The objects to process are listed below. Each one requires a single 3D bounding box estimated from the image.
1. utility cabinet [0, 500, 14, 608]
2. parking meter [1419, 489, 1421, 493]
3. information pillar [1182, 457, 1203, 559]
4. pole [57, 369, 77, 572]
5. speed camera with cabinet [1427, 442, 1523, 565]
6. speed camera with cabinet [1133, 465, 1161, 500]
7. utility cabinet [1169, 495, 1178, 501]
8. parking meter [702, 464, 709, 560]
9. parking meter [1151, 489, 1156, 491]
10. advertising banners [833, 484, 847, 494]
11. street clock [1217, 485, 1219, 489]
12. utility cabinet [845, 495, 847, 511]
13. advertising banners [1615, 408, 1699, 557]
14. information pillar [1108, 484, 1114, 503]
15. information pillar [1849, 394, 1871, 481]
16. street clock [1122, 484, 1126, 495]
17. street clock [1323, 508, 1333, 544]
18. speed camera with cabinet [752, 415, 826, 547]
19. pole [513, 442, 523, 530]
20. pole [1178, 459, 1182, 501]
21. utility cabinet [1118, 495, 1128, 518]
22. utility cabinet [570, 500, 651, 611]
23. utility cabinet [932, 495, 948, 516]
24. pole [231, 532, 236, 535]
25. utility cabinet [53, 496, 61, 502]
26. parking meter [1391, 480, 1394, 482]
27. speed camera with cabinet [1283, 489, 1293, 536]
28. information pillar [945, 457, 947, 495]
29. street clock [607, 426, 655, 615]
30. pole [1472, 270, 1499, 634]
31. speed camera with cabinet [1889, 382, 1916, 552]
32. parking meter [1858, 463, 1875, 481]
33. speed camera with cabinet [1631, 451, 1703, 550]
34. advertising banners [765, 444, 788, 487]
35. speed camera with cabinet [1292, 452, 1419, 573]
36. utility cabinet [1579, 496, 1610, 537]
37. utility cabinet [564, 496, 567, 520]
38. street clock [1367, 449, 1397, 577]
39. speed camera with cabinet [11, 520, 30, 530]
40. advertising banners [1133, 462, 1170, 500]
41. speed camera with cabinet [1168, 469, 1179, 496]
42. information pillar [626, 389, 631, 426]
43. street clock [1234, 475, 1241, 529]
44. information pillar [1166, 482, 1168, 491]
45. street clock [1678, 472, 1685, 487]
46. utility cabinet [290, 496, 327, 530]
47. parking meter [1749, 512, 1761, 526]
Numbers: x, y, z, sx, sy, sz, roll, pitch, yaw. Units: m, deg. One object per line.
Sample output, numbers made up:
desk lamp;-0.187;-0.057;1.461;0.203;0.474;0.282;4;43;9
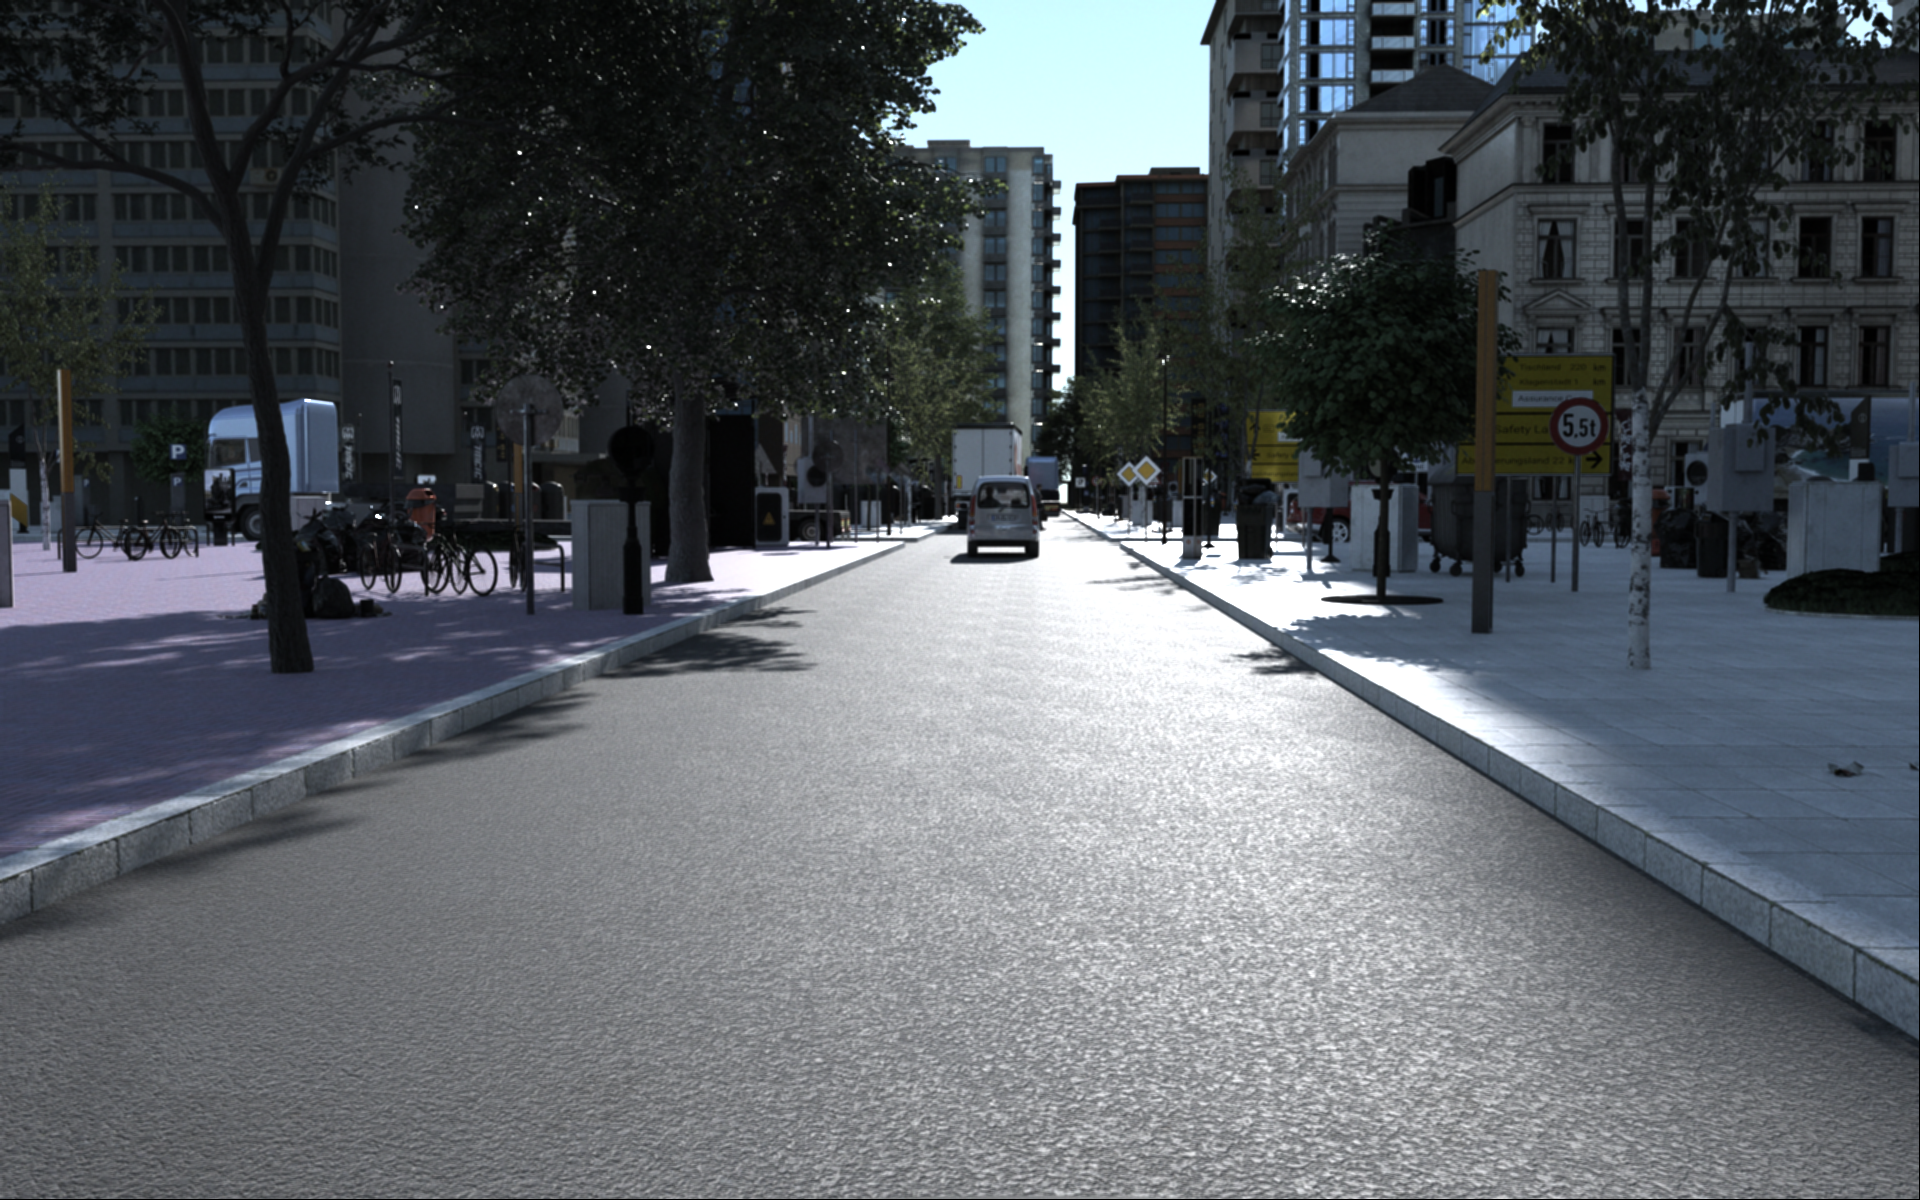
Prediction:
utility cabinet;-11.256;-0.510;19.503;1.020;1.237;0.306;-2;4;-26
parking meter;19.738;-4.064;74.857;0.372;1.533;0.369;0;3;0
information pillar;4.598;-1.821;34.257;0.304;2.012;0.304;3;4;37
pole;-14.653;-2.114;28.414;0.158;3.312;0.155;0;3;0
speed camera with cabinet;9.533;-2.307;32.062;0.660;3.252;2.038;-2;4;-24
speed camera with cabinet;12.581;-7.471;116.483;2.038;3.252;0.660;1;4;23
utility cabinet;11.059;-4.958;92.228;1.020;1.237;0.306;0;4;1
parking meter;-5.126;-1.720;33.829;0.399;1.863;0.255;2;4;29
parking meter;12.901;-6.706;115.360;0.399;1.863;0.255;0;4;-5
advertising banners;-6.352;-5.971;93.807;0.090;3.025;2.074;2;4;32
street clock;18.022;-7.156;121.575;0.358;2.002;0.471;0;4;-2
utility cabinet;-8.022;-6.821;122.678;0.306;1.237;1.020;3;5;39
advertising banners;14.244;-2.403;35.475;2.074;3.025;0.090;-1;4;-17
information pillar;10.929;-7.390;125.314;0.304;2.012;0.304;-2;4;-35
information pillar;21.216;-3.027;40.850;0.183;3.616;0.504;-1;4;-22
street clock;10.516;-6.417;109.481;0.471;2.002;0.358;-1;4;-20
street clock;9.443;-2.435;44.380;0.471;2.002;0.358;2;4;31
speed camera with cabinet;-4.255;-2.955;42.657;2.038;3.252;0.660;-2;4;-24
pole;-10.524;-2.900;41.255;0.158;3.312;0.155;0;3;0
pole;12.776;-6.521;100.454;0.158;3.312;0.155;0;3;0
utility cabinet;8.826;-4.951;92.112;0.306;1.237;1.020;-2;4;-28
utility cabinet;-3.920;-0.512;19.527;0.306;1.237;1.020;2;4;31
utility cabinet;-1.157;-5.610;102.881;1.020;1.237;0.306;1;4;17
pole;-22.883;-3.707;54.456;0.158;3.312;0.155;0;3;0
utility cabinet;-32.386;-3.141;62.521;1.020;1.237;0.306;3;5;43
parking meter;15.135;-3.395;61.220;0.399;1.863;0.255;2;4;34
speed camera with cabinet;10.947;-3.585;52.947;2.038;3.252;0.660;1;4;20
information pillar;-0.900;-7.236;109.662;0.183;3.616;0.504;0;4;3
street clock;-3.499;-0.850;18.475;0.471;2.002;0.358;-1;4;-20
pole;4.828;-1.350;15.917;0.158;3.312;0.155;0;3;0
speed camera with cabinet;17.505;-2.211;30.481;2.038;3.252;0.660;2;4;29
parking meter;17.005;-1.641;32.537;0.255;1.863;0.399;2;4;33
speed camera with cabinet;15.729;-2.665;37.903;0.660;3.252;2.038;-2;4;-28
advertising banners;-6.337;-3.915;60.194;0.090;3.025;2.074;1;4;15
speed camera with cabinet;6.674;-2.122;29.037;0.660;3.252;2.038;-3;5;-43
utility cabinet;19.000;-2.507;52.154;0.306;1.237;1.020;-3;5;-40
utility cabinet;-15.361;-3.351;65.956;1.020;1.237;0.306;3;5;43
street clock;6.544;-1.361;26.829;0.358;2.002;0.471;-2;4;-32
speed camera with cabinet;-34.043;-4.083;61.087;2.038;3.252;0.660;-1;4;-22
advertising banners;10.417;-6.008;94.413;2.074;3.025;0.090;-1;4;-8
speed camera with cabinet;14.392;-7.770;121.370;2.038;3.252;0.660;2;4;28
information pillar;-7.364;-2.886;38.547;0.183;3.616;0.504;-1;4;-10
street clock;10.336;-3.649;64.233;0.358;2.002;0.471;0;4;3
information pillar;12.423;-6.141;104.900;0.304;2.012;0.304;0;4;-7
street clock;24.108;-3.242;57.583;0.471;2.002;0.358;2;4;27
utility cabinet;-17.138;-2.106;45.593;0.306;1.237;1.020;2;4;24
parking meter;19.030;-2.012;41.300;0.372;1.533;0.369;0;3;0
